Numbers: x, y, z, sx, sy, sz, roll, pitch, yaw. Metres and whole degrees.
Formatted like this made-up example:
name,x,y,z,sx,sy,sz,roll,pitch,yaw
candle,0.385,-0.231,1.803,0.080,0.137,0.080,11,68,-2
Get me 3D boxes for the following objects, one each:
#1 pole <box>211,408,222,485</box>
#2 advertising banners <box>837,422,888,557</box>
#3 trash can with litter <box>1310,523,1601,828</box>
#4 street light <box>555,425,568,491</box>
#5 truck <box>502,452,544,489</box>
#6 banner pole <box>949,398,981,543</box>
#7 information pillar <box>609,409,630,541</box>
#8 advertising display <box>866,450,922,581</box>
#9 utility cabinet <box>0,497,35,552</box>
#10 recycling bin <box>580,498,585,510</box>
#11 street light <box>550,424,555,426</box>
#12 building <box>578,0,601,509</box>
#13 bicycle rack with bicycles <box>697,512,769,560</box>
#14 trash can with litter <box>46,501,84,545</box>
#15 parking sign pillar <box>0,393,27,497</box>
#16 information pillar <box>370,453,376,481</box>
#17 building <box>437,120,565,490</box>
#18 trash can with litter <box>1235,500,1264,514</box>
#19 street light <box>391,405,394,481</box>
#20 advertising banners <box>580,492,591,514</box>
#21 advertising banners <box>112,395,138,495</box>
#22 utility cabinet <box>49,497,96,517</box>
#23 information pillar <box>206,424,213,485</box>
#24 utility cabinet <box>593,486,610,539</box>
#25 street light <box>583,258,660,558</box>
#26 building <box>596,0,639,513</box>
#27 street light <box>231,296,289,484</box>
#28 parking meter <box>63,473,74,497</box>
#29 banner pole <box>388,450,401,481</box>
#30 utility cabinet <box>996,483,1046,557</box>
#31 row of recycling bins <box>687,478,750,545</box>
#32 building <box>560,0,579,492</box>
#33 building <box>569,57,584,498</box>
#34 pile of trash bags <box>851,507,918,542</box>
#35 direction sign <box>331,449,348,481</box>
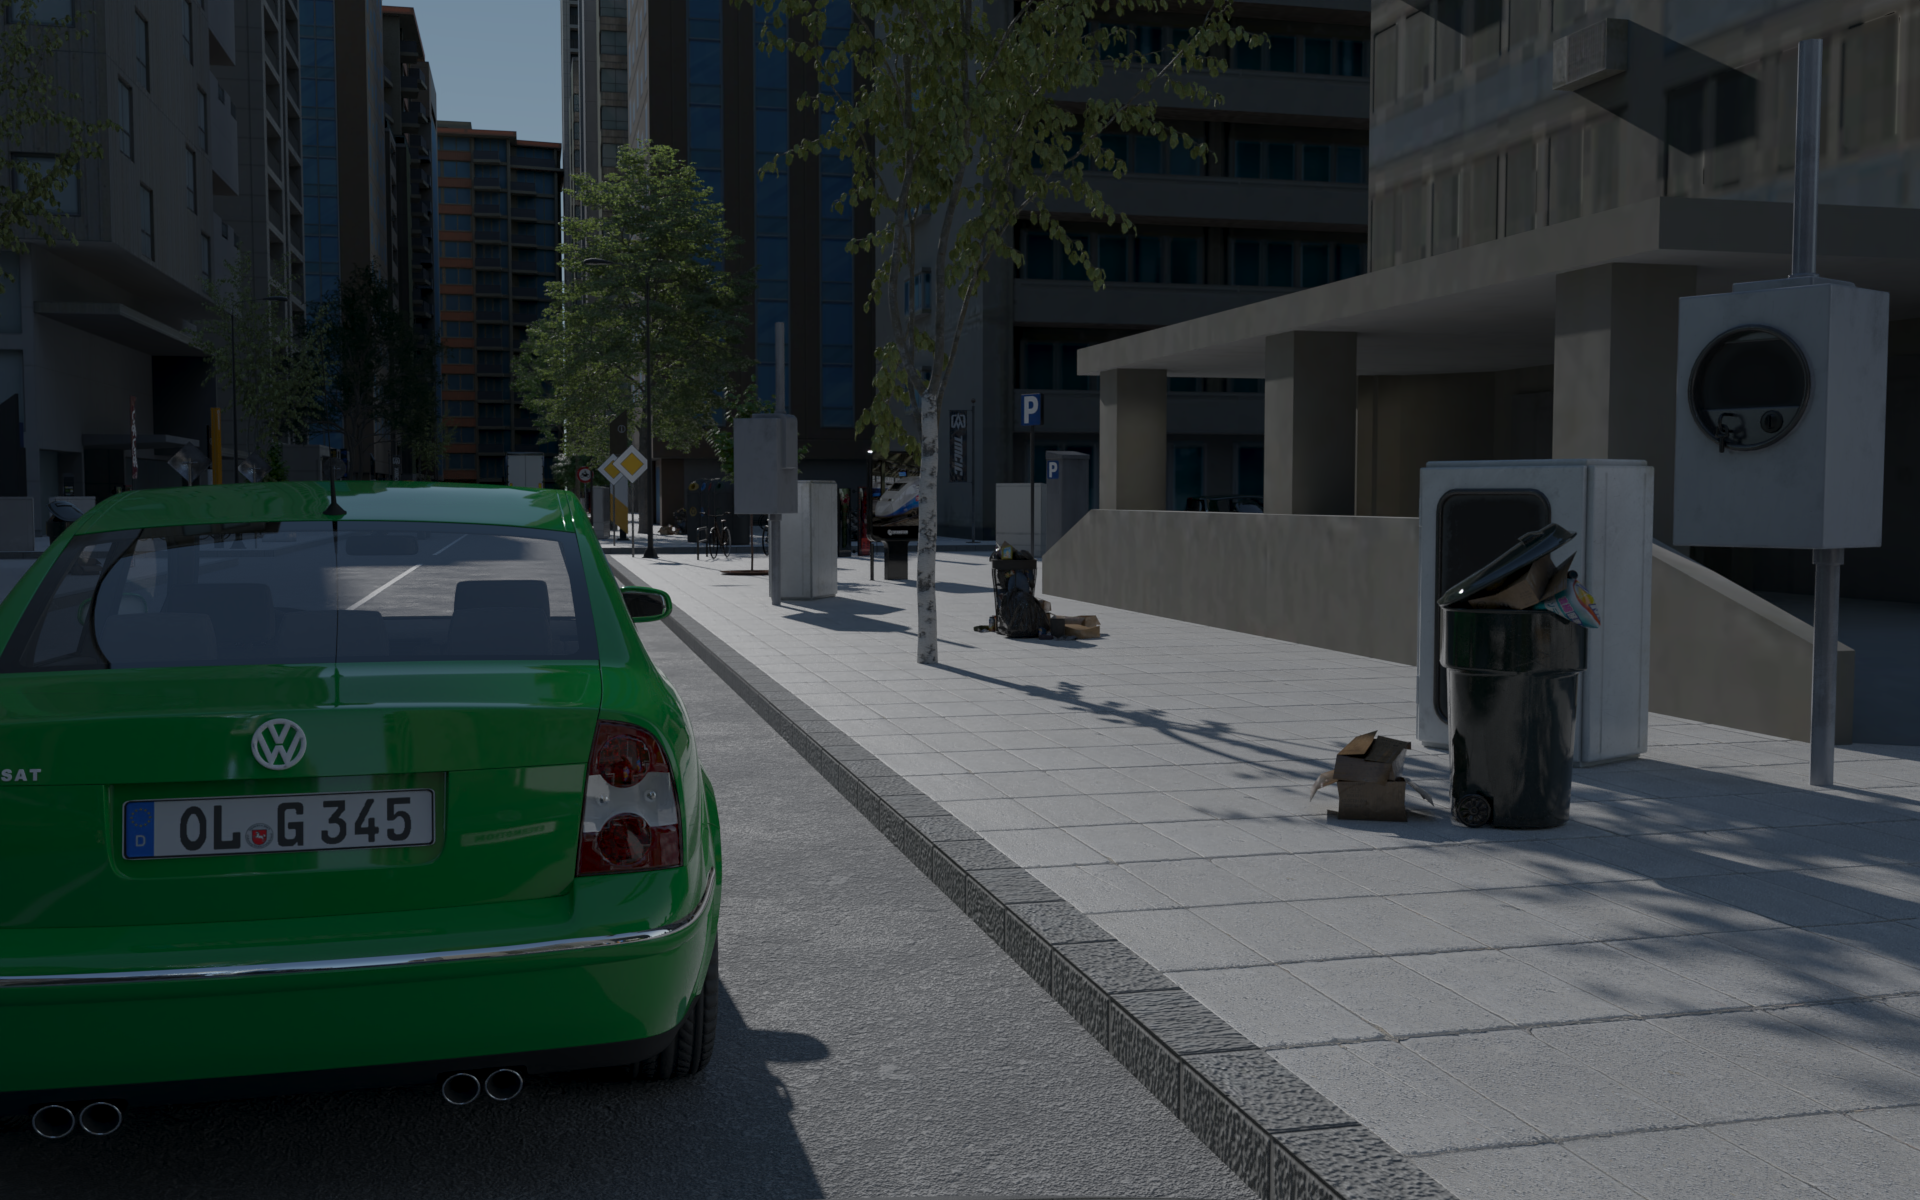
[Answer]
name,x,y,z,sx,sy,sz,roll,pitch,yaw
pole,-17.586,-2.885,41.013,0.158,3.312,0.155,0,3,0
advertising banners,-1.998,-2.426,35.851,0.090,3.025,2.074,2,4,30
trash can with litter,1.914,0.282,6.778,1.055,1.170,0.624,1,4,12
street light,-15.209,-5.889,68.818,1.470,5.913,1.316,-1,4,-14
truck,-30.614,-8.108,121.476,2.839,4.237,11.283,-1,4,-15
banner pole,0.118,-3.385,45.365,0.863,3.779,0.401,0,4,-3
information pillar,-9.355,-3.438,47.568,0.504,3.616,0.183,-1,4,-15
advertising display,-0.957,-1.266,25.909,0.974,1.923,0.123,-2,4,-35
utility cabinet,-21.331,-1.691,38.813,1.020,1.237,0.306,-2,4,-24
recycling bin,-22.911,-5.581,103.804,0.722,1.027,0.722,0,4,6
street light,-26.777,-8.753,115.656,1.470,5.913,1.316,-1,4,-14
building,-21.571,-37.020,147.274,21.231,58.520,28.212,-1,4,-14
bicycle rack with bicycles,-4.128,-1.305,34.724,2.852,0.926,2.925,0,4,-2
trash can with litter,-14.070,-0.994,27.637,1.055,1.170,0.624,2,4,31
parking sign pillar,-25.907,-3.559,46.670,1.447,3.967,1.447,0,4,2
information pillar,-33.666,-6.606,99.364,0.183,3.616,0.504,-3,5,-44
building,-61.684,-33.702,205.657,28.867,44.769,22.147,-1,4,-14
trash can with litter,5.579,-1.298,32.615,0.624,1.170,1.055,-1,4,-13
street light,-28.087,-7.024,87.391,1.470,5.913,1.316,-1,4,-14
advertising banners,-24.285,-7.192,113.778,2.074,3.025,0.090,3,5,42
advertising banners,-14.443,-2.069,30.014,0.090,3.025,2.074,-1,4,-15
utility cabinet,-21.812,-1.922,42.583,0.306,1.237,1.020,2,4,33
information pillar,-25.276,-4.110,58.555,0.183,3.616,0.504,0,4,5
utility cabinet,-10.233,-2.496,49.494,0.318,1.500,1.173,0,4,-3
street light,-6.729,-3.784,34.417,1.470,5.913,1.316,-1,4,-14
building,-19.300,-27.096,126.614,14.154,41.232,14.086,-1,4,-14
street light,-16.444,-4.166,40.661,1.470,5.913,1.316,-1,4,-14
parking meter,-25.067,-2.631,48.733,0.255,1.863,0.399,-2,4,-31
banner pole,-32.136,-6.623,98.307,0.863,3.779,0.401,-1,4,-19
utility cabinet,1.285,-1.630,35.324,1.173,1.500,0.318,3,5,40
row of recycling bins,-6.237,-2.307,44.829,1.069,1.692,3.534,-2,4,-23
building,-37.670,-47.250,210.782,20.611,71.187,20.563,-1,4,-14
building,-30.157,-29.592,167.424,14.154,41.232,14.086,-1,4,-14
pile of trash bags,-2.785,-2.253,46.583,3.447,1.369,1.912,-3,5,-44
direction sign,-30.891,-5.761,86.191,0.876,3.537,0.379,0,4,5
